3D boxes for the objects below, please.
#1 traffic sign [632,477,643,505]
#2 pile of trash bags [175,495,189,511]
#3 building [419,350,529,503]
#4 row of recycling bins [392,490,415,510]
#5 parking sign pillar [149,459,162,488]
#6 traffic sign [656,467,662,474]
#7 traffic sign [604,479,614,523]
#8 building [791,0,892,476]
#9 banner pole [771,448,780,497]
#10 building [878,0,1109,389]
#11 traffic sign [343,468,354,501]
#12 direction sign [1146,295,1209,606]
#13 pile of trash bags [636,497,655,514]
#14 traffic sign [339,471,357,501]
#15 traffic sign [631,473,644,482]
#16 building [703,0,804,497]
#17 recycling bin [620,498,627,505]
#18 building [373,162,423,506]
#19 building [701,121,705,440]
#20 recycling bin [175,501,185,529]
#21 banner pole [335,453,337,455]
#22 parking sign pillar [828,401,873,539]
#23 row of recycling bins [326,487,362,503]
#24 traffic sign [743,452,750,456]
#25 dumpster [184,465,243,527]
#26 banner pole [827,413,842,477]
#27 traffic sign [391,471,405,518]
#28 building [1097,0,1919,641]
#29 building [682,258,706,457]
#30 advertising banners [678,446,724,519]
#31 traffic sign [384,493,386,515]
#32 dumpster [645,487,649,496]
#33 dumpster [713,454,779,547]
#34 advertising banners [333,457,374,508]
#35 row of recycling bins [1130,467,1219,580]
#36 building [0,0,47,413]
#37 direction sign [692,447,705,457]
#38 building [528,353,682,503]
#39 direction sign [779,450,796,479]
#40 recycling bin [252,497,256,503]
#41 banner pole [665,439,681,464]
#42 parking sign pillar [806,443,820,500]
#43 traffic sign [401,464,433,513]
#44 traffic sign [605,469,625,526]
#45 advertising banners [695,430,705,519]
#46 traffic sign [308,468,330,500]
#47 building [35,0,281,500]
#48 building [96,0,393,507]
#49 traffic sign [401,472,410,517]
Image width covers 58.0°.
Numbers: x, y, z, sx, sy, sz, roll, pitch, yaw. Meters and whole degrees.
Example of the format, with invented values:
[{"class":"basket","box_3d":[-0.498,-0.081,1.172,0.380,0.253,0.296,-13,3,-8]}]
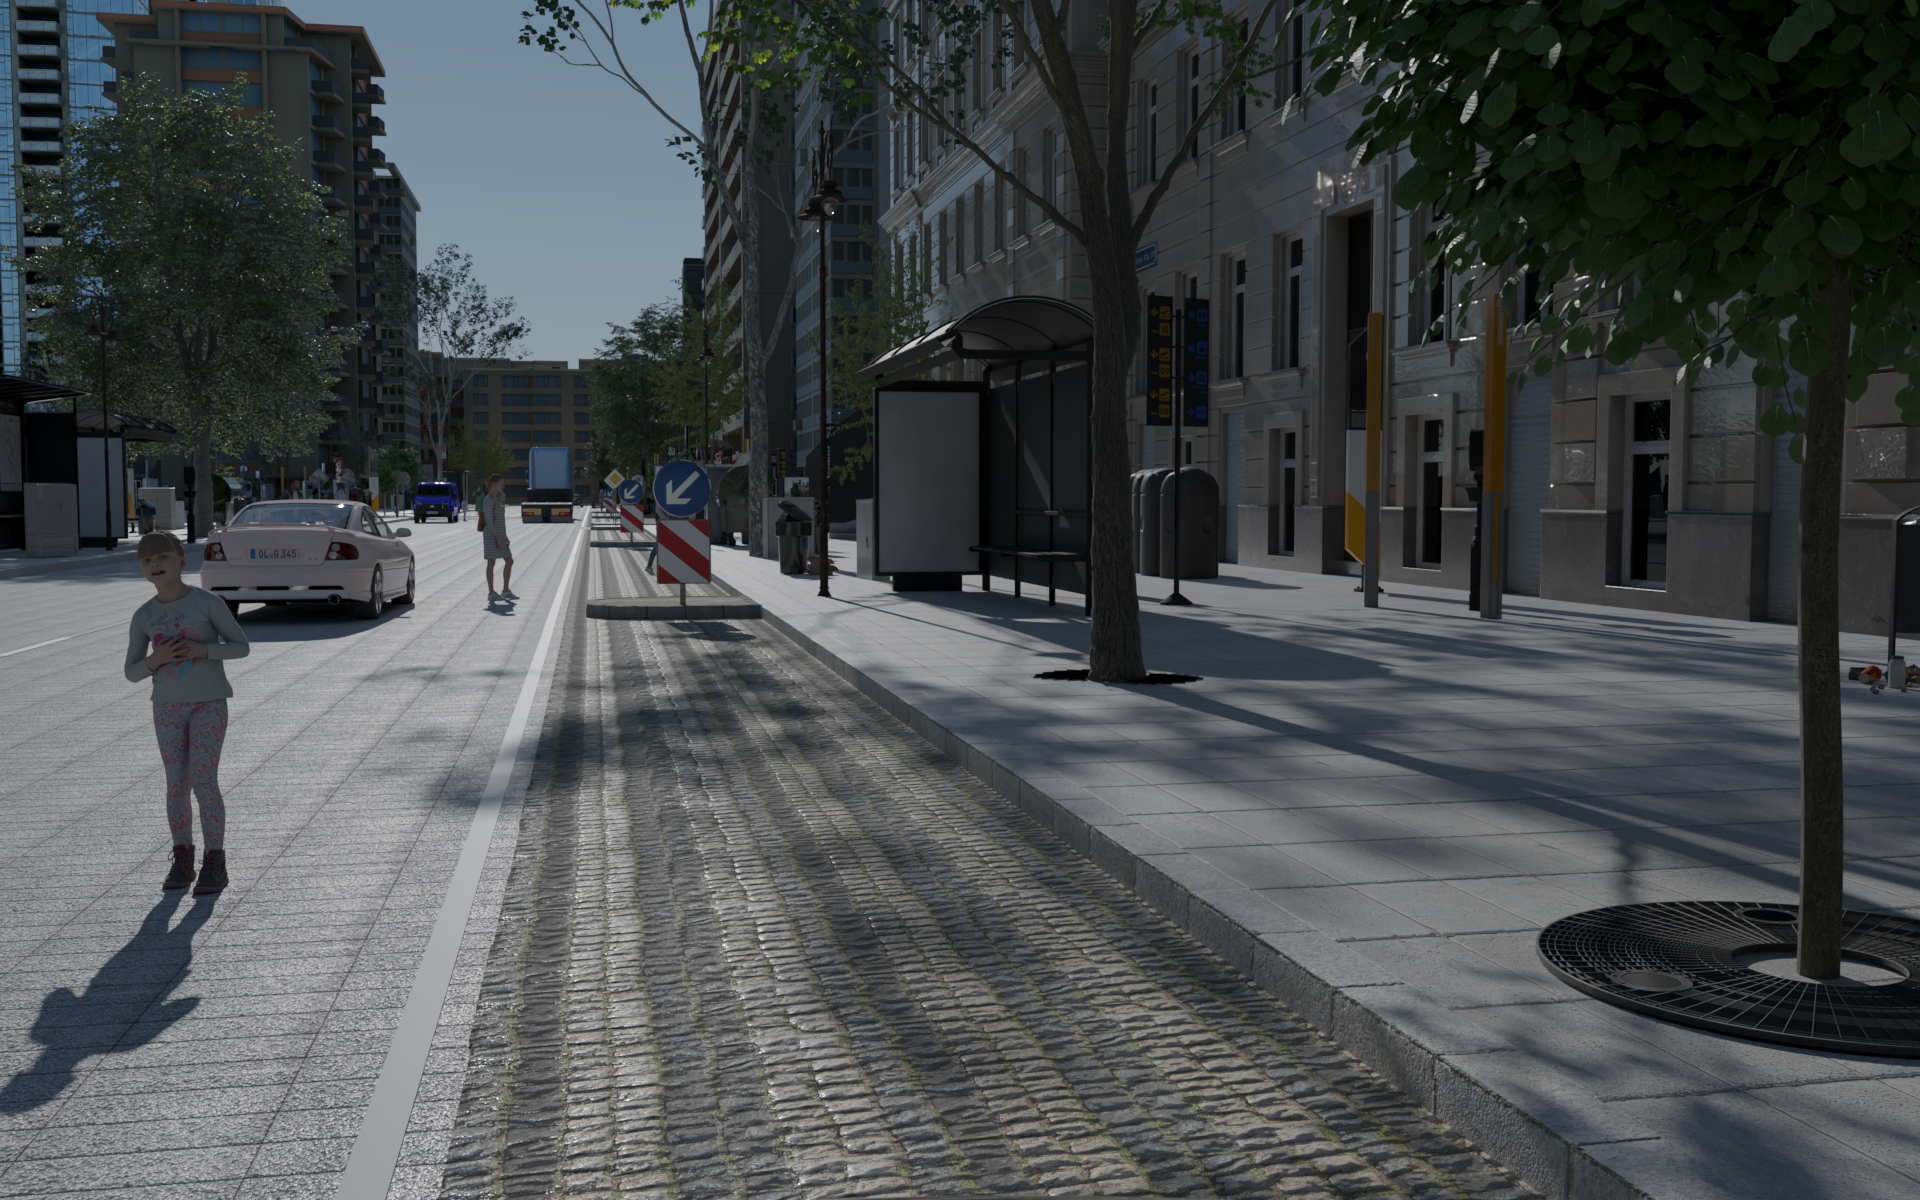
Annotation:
[{"class":"traffic sign","box_3d":[-18.507,-5.953,99.455,0.606,2.300,0.079,0,4,-7]},{"class":"pile of trash bags","box_3d":[-60.508,-7.693,135.531,1.912,1.369,3.447,2,4,23]},{"class":"building","box_3d":[-76.018,-24.717,249.167,28.899,21.520,27.650,-1,4,-12]},{"class":"row of recycling bins","box_3d":[-45.711,-8.377,144.081,1.069,1.692,3.534,2,4,33]},{"class":"parking sign pillar","box_3d":[-57.721,-8.304,124.236,1.447,3.967,1.447,0,4,-6]},{"class":"traffic sign","box_3d":[-10.809,-3.737,63.227,0.606,2.300,0.079,-1,4,-10]},{"class":"traffic sign","box_3d":[-15.405,-4.482,76.915,0.795,2.450,0.064,-1,4,-12]},{"class":"building","box_3d":[2.920,-25.117,102.538,23.993,40.220,32.217,-1,4,-12]},{"class":"banner pole","box_3d":[-10.027,-6.385,94.404,0.401,3.779,0.863,2,4,35]},{"class":"building","box_3d":[5.472,-15.564,51.739,12.463,27.353,25.104,-1,4,-12]},{"class":"traffic sign","box_3d":[-30.539,-5.263,86.150,0.768,2.556,0.104,0,4,-3]},{"class":"direction sign","box_3d":[2.512,-1.713,20.000,0.876,3.537,0.379,-2,4,-31]},{"class":"pile of trash bags","box_3d":[-19.191,-6.136,110.079,1.912,1.369,3.447,2,4,23]},{"class":"traffic sign","box_3d":[-26.361,-4.341,74.624,0.795,2.450,0.064,-1,4,-12]},{"class":"traffic sign","box_3d":[-19.244,-6.317,103.386,0.768,2.556,0.104,0,4,-6]},{"class":"building","box_3d":[-13.141,-33.212,166.720,21.300,48.544,21.600,-1,4,-12]},{"class":"recycling bin","box_3d":[-28.089,-8.116,145.251,0.722,1.027,0.722,0,4,-5]},{"class":"building","box_3d":[-73.280,-30.697,193.780,23.993,40.220,32.217,-1,4,-12]},{"class":"building","box_3d":[-16.979,-35.036,192.449,23.786,49.044,30.456,-1,4,-12]},{"class":"recycling bin","box_3d":[-28.971,-3.118,63.526,0.722,1.027,0.722,2,4,33]},{"class":"banner pole","box_3d":[-37.750,-7.020,104.799,0.401,3.779,0.863,-1,4,-22]},{"class":"parking sign pillar","box_3d":[-3.056,-3.733,49.502,1.447,3.967,1.447,0,4,7]},{"class":"row of recycling bins","box_3d":[-38.436,-6.178,108.130,3.534,1.692,1.069,3,5,42]},{"class":"traffic sign","box_3d":[-6.484,-3.235,53.005,0.768,2.556,0.104,0,4,-5]},{"class":"dumpster","box_3d":[-24.991,-3.394,57.978,1.502,2.255,1.985,-1,4,-12]},{"class":"banner pole","box_3d":[-3.879,-3.886,53.560,0.863,3.779,0.401,3,4,36]},{"class":"traffic sign","box_3d":[-30.744,-5.783,94.650,0.768,2.556,0.104,-1,4,-9]},{"class":"building","box_3d":[11.448,-14.055,27.059,12.463,27.353,25.104,-1,4,-12]},{"class":"building","box_3d":[-27.171,-27.027,213.597,14.160,30.474,14.107,-1,4,-12]},{"class":"advertising banners","box_3d":[-9.328,-4.040,62.249,2.074,3.025,0.090,-3,5,-40]},{"class":"traffic sign","box_3d":[-35.609,-6.549,107.184,0.768,2.556,0.104,0,4,-6]},{"class":"dumpster","box_3d":[-25.723,-8.398,139.796,1.502,2.255,1.985,-1,4,-12]},{"class":"dumpster","box_3d":[-5.318,-2.477,42.987,1.502,2.255,1.985,-1,4,-12]},{"class":"advertising banners","box_3d":[-28.942,-5.288,82.639,0.090,3.025,2.074,3,5,40]},{"class":"row of recycling bins","box_3d":[3.293,-1.258,27.677,1.069,1.692,3.534,0,4,-7]},{"class":"building","box_3d":[-101.485,-53.833,192.844,31.000,86.520,22.319,-1,4,-12]},{"class":"direction sign","box_3d":[-12.759,-5.638,84.171,0.876,3.537,0.379,2,4,27]},{"class":"building","box_3d":[-47.560,-25.029,254.264,28.899,21.520,27.650,-1,4,-12]},{"class":"direction sign","box_3d":[-8.788,-5.894,88.357,0.876,3.537,0.379,-1,4,-18]},{"class":"recycling bin","box_3d":[-53.650,-7.235,130.847,0.722,1.027,0.722,0,4,4]},{"class":"banner pole","box_3d":[-12.785,-5.354,77.562,0.863,3.779,0.401,-1,4,-14]},{"class":"parking sign pillar","box_3d":[-6.952,-5.891,84.782,1.447,3.967,1.447,3,5,42]},{"class":"traffic sign","box_3d":[-37.358,-7.652,118.977,2.265,3.308,0.079,0,4,-5]},{"class":"traffic sign","box_3d":[-13.750,-4.004,69.103,0.795,2.450,0.064,-1,4,-12]},{"class":"advertising banners","box_3d":[-7.258,-3.182,48.215,0.090,3.025,2.074,0,4,-4]},{"class":"traffic sign","box_3d":[-24.706,-3.864,66.812,0.795,2.450,0.064,-1,4,-12]},{"class":"building","box_3d":[-105.134,-56.532,236.962,31.000,86.520,22.319,-1,4,-12]},{"class":"building","box_3d":[-64.597,-30.812,158.406,22.147,44.769,28.867,-1,4,-12]},{"class":"traffic sign","box_3d":[-31.571,-6.005,98.281,0.768,2.556,0.104,-1,4,-10]}]
